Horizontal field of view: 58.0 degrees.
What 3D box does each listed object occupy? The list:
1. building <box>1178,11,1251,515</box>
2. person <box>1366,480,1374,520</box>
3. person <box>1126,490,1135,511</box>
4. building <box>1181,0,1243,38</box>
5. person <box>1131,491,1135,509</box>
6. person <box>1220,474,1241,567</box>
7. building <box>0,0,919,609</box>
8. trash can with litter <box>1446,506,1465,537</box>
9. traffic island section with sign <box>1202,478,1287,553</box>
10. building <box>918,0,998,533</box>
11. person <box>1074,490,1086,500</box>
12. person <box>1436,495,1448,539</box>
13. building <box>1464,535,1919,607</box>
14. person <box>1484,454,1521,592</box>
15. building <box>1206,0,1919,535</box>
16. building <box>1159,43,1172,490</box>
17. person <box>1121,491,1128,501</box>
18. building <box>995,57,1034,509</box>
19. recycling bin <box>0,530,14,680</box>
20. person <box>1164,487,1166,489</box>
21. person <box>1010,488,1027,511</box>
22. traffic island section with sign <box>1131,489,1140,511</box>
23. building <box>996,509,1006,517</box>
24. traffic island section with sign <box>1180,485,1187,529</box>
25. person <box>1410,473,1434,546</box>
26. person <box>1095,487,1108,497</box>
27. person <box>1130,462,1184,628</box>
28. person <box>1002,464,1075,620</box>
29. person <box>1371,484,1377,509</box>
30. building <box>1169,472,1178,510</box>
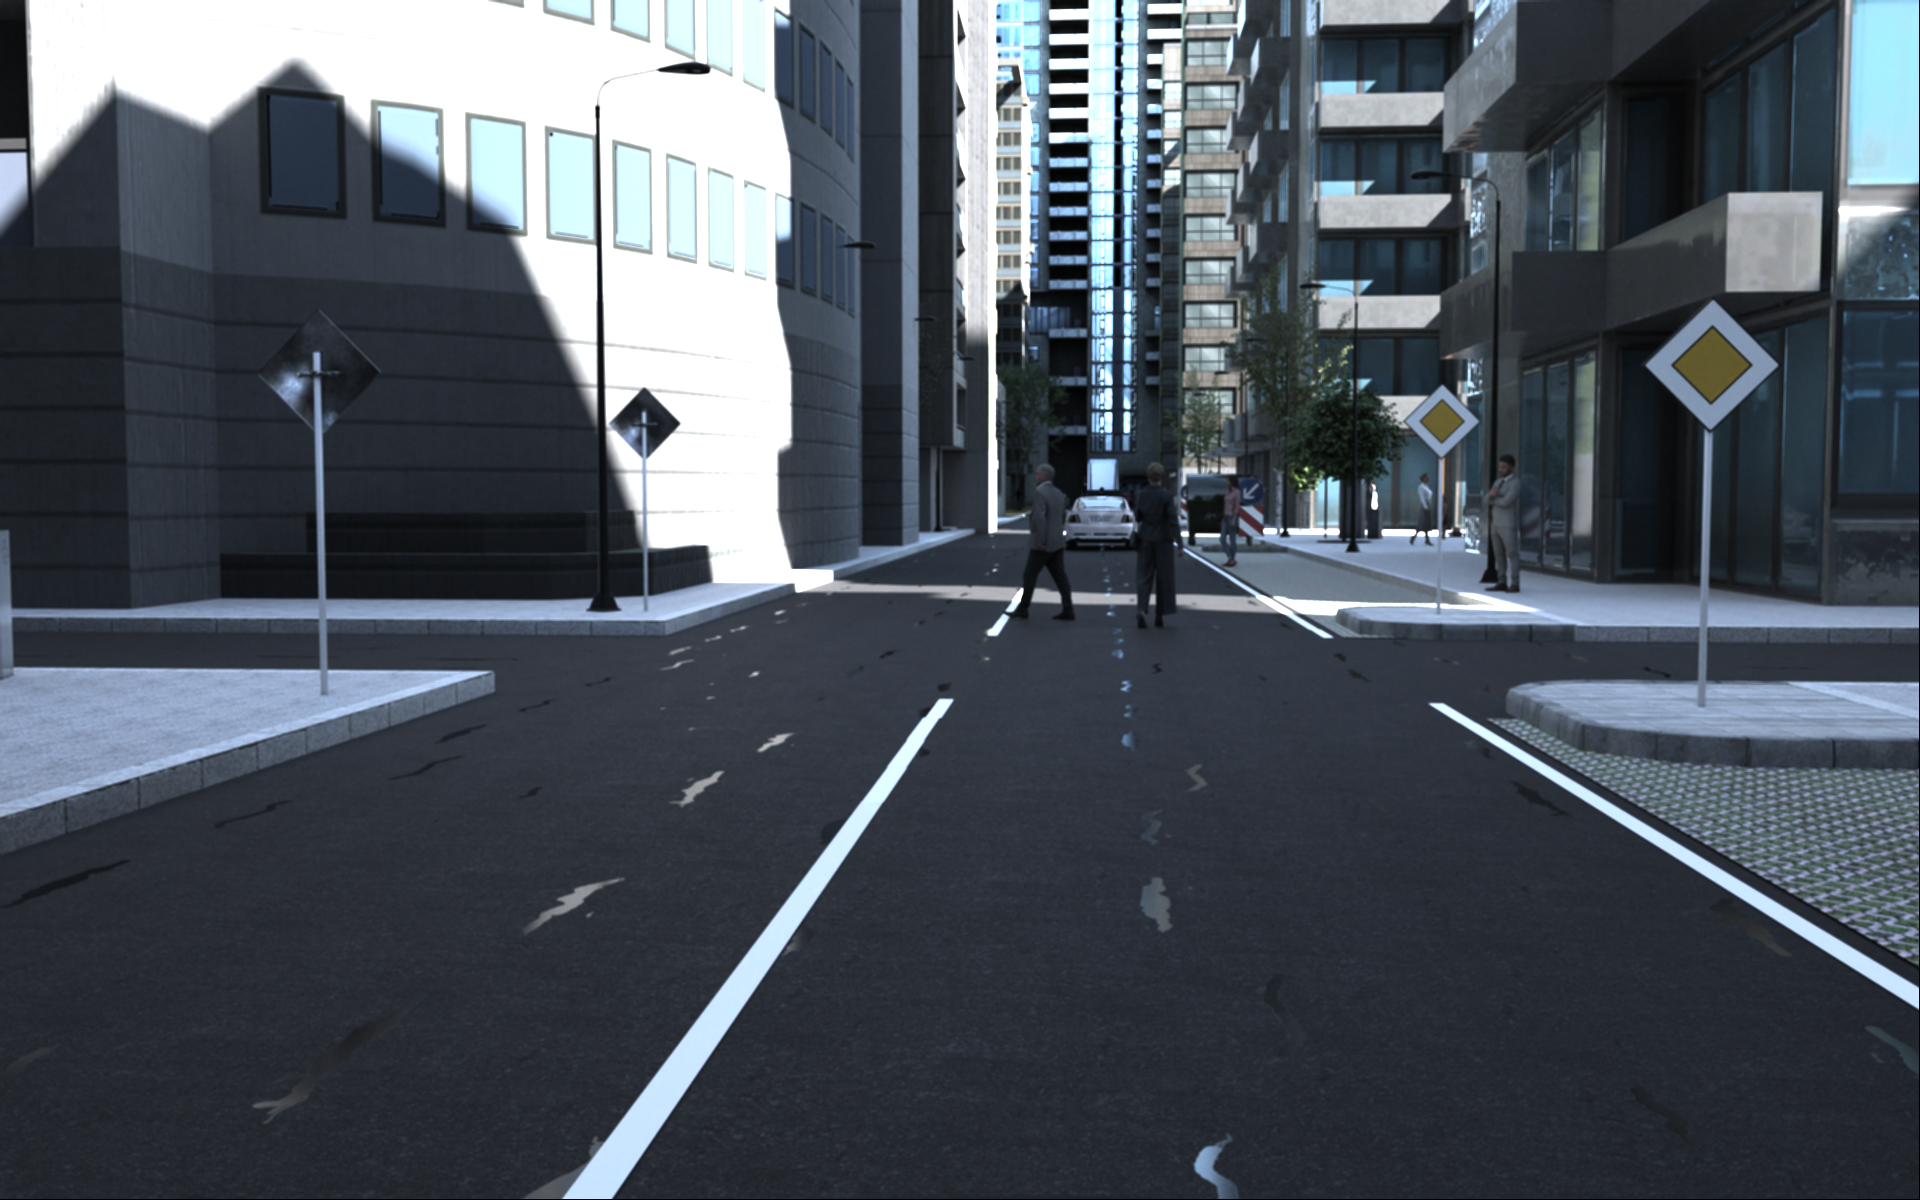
[{"bbox_3d":[20.626,-20.542,107.564,14.160,30.474,14.107,0,4,4],"label":"building"},{"bbox_3d":[12.183,-2.815,51.978,0.836,1.842,0.656,1,4,16],"label":"person"},{"bbox_3d":[13.939,-8.103,141.667,1.217,1.739,0.721,-3,4,-36],"label":"person"},{"bbox_3d":[22.484,-26.821,122.115,14.154,41.232,14.086,0,4,4],"label":"building"},{"bbox_3d":[16.203,-9.321,161.577,1.217,1.739,0.721,-3,4,-36],"label":"person"},{"bbox_3d":[5.301,-1.563,34.059,0.388,1.821,0.555,-2,4,-28],"label":"person"},{"bbox_3d":[-12.641,-29.957,31.790,21.231,58.520,28.212,0,4,4],"label":"building"},{"bbox_3d":[15.108,-2.466,51.700,1.055,1.170,0.624,0,4,-8],"label":"trash can with litter"},{"bbox_3d":[7.029,-2.097,42.919,1.989,1.847,2.006,0,4,4],"label":"traffic island section with sign"},{"bbox_3d":[-6.081,-23.083,60.994,14.154,41.232,14.086,0,4,4],"label":"building"},{"bbox_3d":[10.579,-8.697,150.795,1.348,1.812,0.705,2,4,26],"label":"person"},{"bbox_3d":[13.619,-2.338,48.943,0.373,1.253,0.362,0,4,0],"label":"person"},{"bbox_3d":[23.351,-24.907,26.844,30.456,49.044,23.786,0,4,4],"label":"building"},{"bbox_3d":[7.096,-1.009,22.719,0.466,1.800,0.511,-2,4,-32],"label":"person"},{"bbox_3d":[23.039,-27.709,72.657,23.786,49.044,30.456,0,4,4],"label":"building"},{"bbox_3d":[25.538,-29.171,160.547,14.154,41.232,14.086,0,4,4],"label":"building"},{"bbox_3d":[15.106,-9.144,158.804,0.445,1.727,0.742,3,5,42],"label":"person"},{"bbox_3d":[-5.616,-28.268,154.070,23.993,40.220,32.217,0,4,4],"label":"building"},{"bbox_3d":[-6.960,0.044,11.827,0.722,1.027,0.722,-1,4,-15],"label":"recycling bin"},{"bbox_3d":[10.712,-5.017,90.873,0.374,1.781,0.599,1,4,21],"label":"person"},{"bbox_3d":[4.350,-7.465,128.921,1.217,1.723,0.721,0,4,6],"label":"person"},{"bbox_3d":[15.031,-8.458,146.920,1.989,1.847,2.006,0,4,4],"label":"traffic island section with sign"},{"bbox_3d":[-7.956,-48.709,109.060,22.319,86.520,31.000,0,4,4],"label":"building"},{"bbox_3d":[9.149,-3.786,70.535,1.989,1.847,2.006,0,4,4],"label":"traffic island section with sign"},{"bbox_3d":[11.540,-2.262,43.250,0.478,1.798,0.641,-3,5,-42],"label":"person"},{"bbox_3d":[8.788,-6.054,107.119,1.348,1.869,0.705,2,4,27],"label":"person"},{"bbox_3d":[2.110,-0.592,18.599,0.576,1.772,0.534,0,4,6],"label":"person"},{"bbox_3d":[0.918,-0.668,19.817,0.834,1.777,0.661,2,4,23],"label":"person"},{"bbox_3d":[13.205,-2.918,55.569,0.589,1.601,0.330,-2,4,-25],"label":"person"},{"bbox_3d":[33.585,-27.445,140.615,32.217,40.220,23.993,0,4,4],"label":"building"}]
